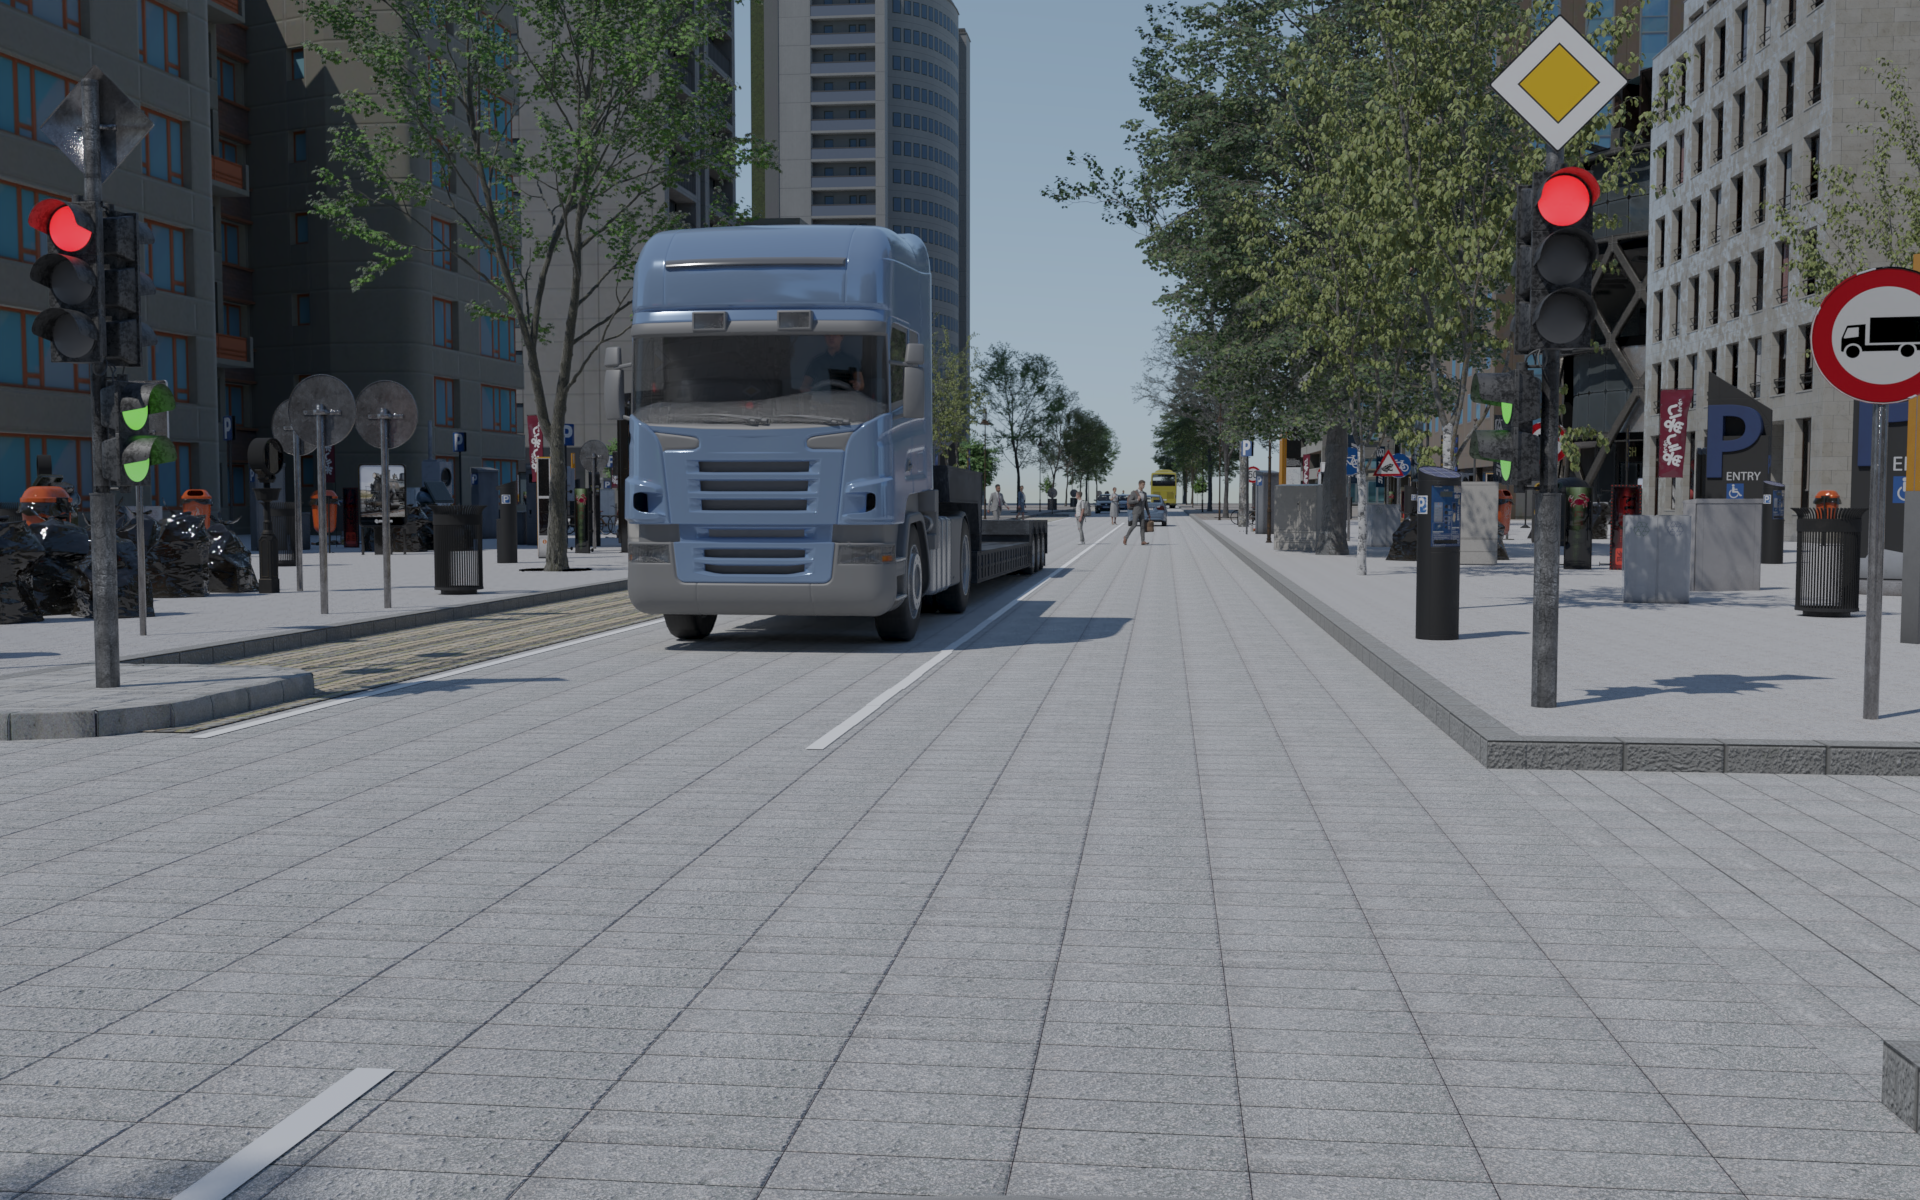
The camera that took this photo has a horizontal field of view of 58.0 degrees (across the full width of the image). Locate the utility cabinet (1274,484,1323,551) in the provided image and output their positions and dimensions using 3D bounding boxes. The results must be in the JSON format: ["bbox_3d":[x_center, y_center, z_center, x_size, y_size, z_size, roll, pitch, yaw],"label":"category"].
[{"bbox_3d":[7.599,-1.847,38.872,0.318,1.500,1.173,-3,5,-41],"label":"utility cabinet"}]

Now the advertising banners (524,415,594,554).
[{"bbox_3d":[-8.733,-2.542,37.748,2.074,3.025,0.090,3,4,37],"label":"advertising banners"}]

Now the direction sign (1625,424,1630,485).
[{"bbox_3d":[21.817,-3.955,56.664,0.379,3.537,0.876,2,4,25],"label":"direction sign"}]

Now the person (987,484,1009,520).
[{"bbox_3d":[1.331,-3.270,62.231,0.678,1.792,0.850,-2,4,-32],"label":"person"}]

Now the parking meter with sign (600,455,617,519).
[{"bbox_3d":[-16.066,-5.029,78.493,0.543,3.016,1.738,-2,4,-30],"label":"parking meter with sign"}]

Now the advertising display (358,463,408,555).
[{"bbox_3d":[-12.166,-1.915,36.517,0.974,1.923,0.123,-1,4,-9],"label":"advertising display"}]

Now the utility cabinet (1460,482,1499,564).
[{"bbox_3d":[9.129,-1.388,31.371,1.173,1.500,0.318,1,4,17],"label":"utility cabinet"}]

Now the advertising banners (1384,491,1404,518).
[{"bbox_3d":[21.257,-5.282,82.542,2.074,3.025,0.090,1,4,23],"label":"advertising banners"}]

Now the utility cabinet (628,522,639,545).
[{"bbox_3d":[-5.683,-1.434,32.128,0.318,1.500,1.173,2,4,28],"label":"utility cabinet"}]

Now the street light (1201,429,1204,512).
[{"bbox_3d":[17.063,-9.105,121.659,0.468,5.910,1.993,0,4,7],"label":"street light"}]

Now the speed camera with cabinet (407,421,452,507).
[{"bbox_3d":[-14.210,-3.157,45.955,0.660,3.252,2.038,1,4,11],"label":"speed camera with cabinet"}]

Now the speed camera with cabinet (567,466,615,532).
[{"bbox_3d":[-12.661,-3.903,58.148,2.038,3.252,0.660,-2,4,-30],"label":"speed camera with cabinet"}]

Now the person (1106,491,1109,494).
[{"bbox_3d":[16.824,-11.524,196.931,1.348,1.822,0.705,2,4,28],"label":"person"}]

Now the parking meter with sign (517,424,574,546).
[{"bbox_3d":[-10.460,-2.877,43.292,1.738,3.016,0.543,2,4,31],"label":"parking meter with sign"}]

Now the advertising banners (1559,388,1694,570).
[{"bbox_3d":[11.168,-2.013,29.094,2.074,3.025,0.090,2,4,26],"label":"advertising banners"}]

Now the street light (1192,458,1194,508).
[{"bbox_3d":[21.612,-11.487,160.606,0.468,5.910,1.993,0,4,7],"label":"street light"}]

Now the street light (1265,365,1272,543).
[{"bbox_3d":[8.129,-4.441,45.402,0.468,5.910,1.993,0,4,7],"label":"street light"}]

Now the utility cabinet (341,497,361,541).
[{"bbox_3d":[-16.699,-2.222,47.491,0.306,1.237,1.020,-2,4,-33],"label":"utility cabinet"}]

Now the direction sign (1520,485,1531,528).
[{"bbox_3d":[21.311,-4.476,65.182,0.379,3.537,0.876,-2,4,-34],"label":"direction sign"}]

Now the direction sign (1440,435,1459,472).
[{"bbox_3d":[18.721,-4.545,66.316,0.379,3.537,0.876,-2,4,-30],"label":"direction sign"}]

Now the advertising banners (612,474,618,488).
[{"bbox_3d":[-16.647,-5.127,80.012,2.074,3.025,0.090,-2,4,-24],"label":"advertising banners"}]

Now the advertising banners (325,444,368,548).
[{"bbox_3d":[-14.537,-2.762,41.354,2.074,3.025,0.090,2,4,27],"label":"advertising banners"}]

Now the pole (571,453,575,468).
[{"bbox_3d":[-19.234,-5.647,86.172,0.158,3.312,0.155,0,3,0],"label":"pole"}]

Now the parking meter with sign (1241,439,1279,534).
[{"bbox_3d":[9.855,-3.614,55.355,1.738,3.016,0.543,-2,4,-27],"label":"parking meter with sign"}]

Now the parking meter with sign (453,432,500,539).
[{"bbox_3d":[-13.576,-3.261,49.574,0.543,3.016,1.738,3,5,41],"label":"parking meter with sign"}]

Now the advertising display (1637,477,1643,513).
[{"bbox_3d":[26.278,-3.737,66.305,0.123,1.923,0.974,-1,4,-18],"label":"advertising display"}]

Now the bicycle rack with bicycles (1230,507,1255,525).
[{"bbox_3d":[12.556,-3.572,71.778,2.925,0.926,2.852,2,4,31],"label":"bicycle rack with bicycles"}]

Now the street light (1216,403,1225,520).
[{"bbox_3d":[12.664,-6.823,84.350,0.468,5.910,1.993,0,4,7],"label":"street light"}]

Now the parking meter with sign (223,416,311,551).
[{"bbox_3d":[-15.681,-2.630,39.255,1.738,3.016,0.543,-3,5,-42],"label":"parking meter with sign"}]

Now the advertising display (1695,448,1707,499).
[{"bbox_3d":[10.435,-1.175,24.433,0.123,1.923,0.974,1,4,22],"label":"advertising display"}]

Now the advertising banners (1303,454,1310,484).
[{"bbox_3d":[14.835,-4.912,76.492,0.090,3.025,2.074,-2,4,-24],"label":"advertising banners"}]

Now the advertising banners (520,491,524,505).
[{"bbox_3d":[-21.977,-5.437,85.084,2.074,3.025,0.090,0,4,-8],"label":"advertising banners"}]

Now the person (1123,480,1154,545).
[{"bbox_3d":[4.994,-2.446,48.461,0.622,1.834,0.822,-3,5,-42],"label":"person"}]

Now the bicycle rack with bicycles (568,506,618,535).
[{"bbox_3d":[-11.663,-2.490,54.102,2.925,0.926,2.852,3,5,41],"label":"bicycle rack with bicycles"}]

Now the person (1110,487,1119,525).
[{"bbox_3d":[7.242,-4.383,80.726,0.480,1.755,0.524,-3,4,-37],"label":"person"}]

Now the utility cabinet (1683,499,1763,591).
[{"bbox_3d":[10.122,-0.726,23.024,1.020,1.237,0.306,-1,4,-13],"label":"utility cabinet"}]

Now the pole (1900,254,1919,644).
[{"bbox_3d":[8.203,-1.281,14.789,0.158,3.312,0.155,0,3,0],"label":"pole"}]

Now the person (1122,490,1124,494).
[{"bbox_3d":[16.493,-10.163,174.657,0.705,1.826,1.348,2,4,34],"label":"person"}]

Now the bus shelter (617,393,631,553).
[{"bbox_3d":[-6.296,-3.022,40.697,1.731,3.624,6.357,0,4,7],"label":"bus shelter"}]

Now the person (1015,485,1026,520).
[{"bbox_3d":[2.725,-4.230,77.678,0.581,1.822,0.654,-3,5,-43],"label":"person"}]

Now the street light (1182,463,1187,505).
[{"bbox_3d":[31.216,-16.502,242.591,0.468,5.910,1.993,0,4,7],"label":"street light"}]

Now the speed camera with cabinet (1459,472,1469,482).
[{"bbox_3d":[20.434,-4.746,71.940,0.660,3.252,2.038,3,5,42],"label":"speed camera with cabinet"}]

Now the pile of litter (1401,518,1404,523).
[{"bbox_3d":[18.062,-3.559,72.147,1.719,0.858,1.176,0,4,-3],"label":"pile of litter"}]

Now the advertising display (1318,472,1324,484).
[{"bbox_3d":[10.447,-2.746,50.112,0.123,1.923,0.974,0,4,6],"label":"advertising display"}]

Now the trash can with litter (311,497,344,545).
[{"bbox_3d":[-16.089,-1.995,43.671,1.678,1.210,2.233,2,4,32],"label":"trash can with litter"}]

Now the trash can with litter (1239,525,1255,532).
[{"bbox_3d":[10.775,-2.936,59.069,2.233,1.210,1.678,2,4,26],"label":"trash can with litter"}]

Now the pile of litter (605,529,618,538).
[{"bbox_3d":[-9.615,-2.258,50.876,1.719,0.858,1.176,-1,4,-15],"label":"pile of litter"}]

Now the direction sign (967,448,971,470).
[{"bbox_3d":[0.429,-5.758,86.139,0.379,3.537,0.876,-1,4,-10],"label":"direction sign"}]

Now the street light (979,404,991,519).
[{"bbox_3d":[1.276,-7.041,87.906,0.468,5.910,1.993,0,4,7],"label":"street light"}]

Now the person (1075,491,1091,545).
[{"bbox_3d":[3.443,-2.335,49.268,0.523,1.515,0.503,-3,5,-41],"label":"person"}]

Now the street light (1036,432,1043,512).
[{"bbox_3d":[5.868,-9.423,126.848,0.468,5.910,1.993,0,4,7],"label":"street light"}]
